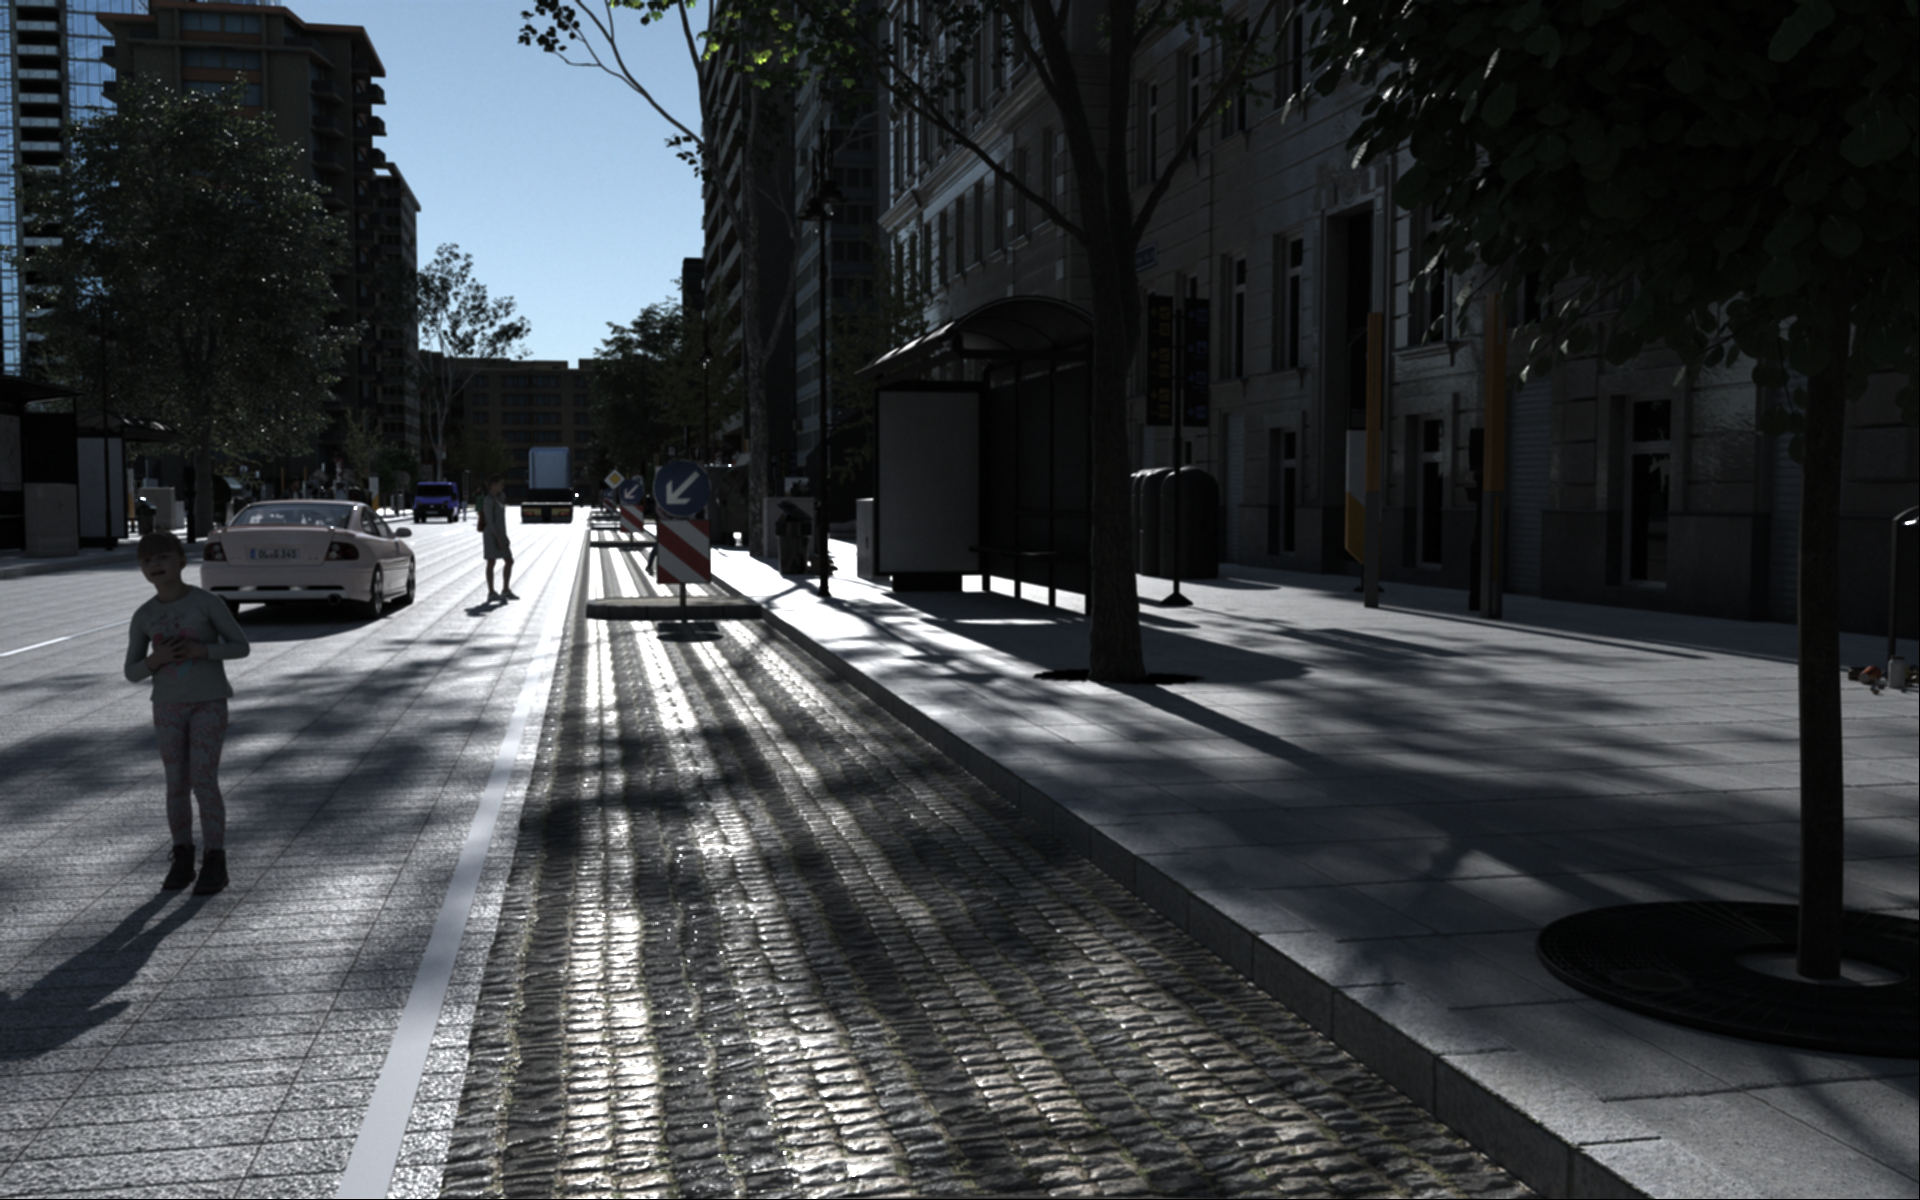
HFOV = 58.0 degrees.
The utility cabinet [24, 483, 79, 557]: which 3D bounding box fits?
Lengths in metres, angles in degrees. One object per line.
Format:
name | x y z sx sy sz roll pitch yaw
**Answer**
utility cabinet | -18.394 -1.615 35.092 0.318 1.500 1.173 1 4 10

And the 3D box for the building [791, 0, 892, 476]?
building | 2.920 -25.117 102.538 23.993 40.220 32.217 -1 4 -12

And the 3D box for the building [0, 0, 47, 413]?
building | -101.485 -53.833 192.844 31.000 86.520 22.319 -1 4 -12

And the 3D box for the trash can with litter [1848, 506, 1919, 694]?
trash can with litter | 6.966 -0.035 11.623 2.233 1.210 1.678 0 4 1

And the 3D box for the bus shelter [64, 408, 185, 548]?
bus shelter | -21.236 -3.045 43.715 2.014 3.302 5.546 -1 4 -12

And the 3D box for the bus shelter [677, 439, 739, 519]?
bus shelter | -9.661 -4.425 66.276 2.014 3.302 5.546 -1 4 -12

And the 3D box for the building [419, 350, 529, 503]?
building | -76.018 -24.717 249.167 28.899 21.520 27.650 -1 4 -12

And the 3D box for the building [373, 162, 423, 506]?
building | -73.280 -30.697 193.780 23.993 40.220 32.217 -1 4 -12

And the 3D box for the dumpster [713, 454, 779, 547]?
dumpster | -5.318 -2.477 42.987 1.502 2.255 1.985 -1 4 -12

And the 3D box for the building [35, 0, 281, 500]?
building | -105.134 -56.532 236.962 31.000 86.520 22.319 -1 4 -12

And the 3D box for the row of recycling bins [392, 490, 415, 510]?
row of recycling bins | -45.711 -8.377 144.081 1.069 1.692 3.534 2 4 33

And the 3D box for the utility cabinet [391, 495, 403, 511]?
utility cabinet | -44.061 -7.608 135.555 0.306 1.237 1.020 2 4 30

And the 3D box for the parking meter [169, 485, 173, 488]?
parking meter | -52.750 -6.735 115.828 0.255 1.863 0.399 -1 4 -19

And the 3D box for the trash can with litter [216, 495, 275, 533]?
trash can with litter | -23.433 -2.719 55.511 1.678 1.210 2.233 1 4 22

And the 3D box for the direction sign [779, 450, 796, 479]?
direction sign | -8.788 -5.894 88.357 0.876 3.537 0.379 -1 4 -18

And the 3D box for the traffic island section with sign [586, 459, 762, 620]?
traffic island section with sign | -3.447 -0.734 20.631 1.989 1.847 2.006 -1 4 -12

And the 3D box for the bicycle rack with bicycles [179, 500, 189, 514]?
bicycle rack with bicycles | -50.711 -5.939 110.491 2.925 0.926 2.852 2 4 28

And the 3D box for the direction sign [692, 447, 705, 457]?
direction sign | -12.759 -5.638 84.171 0.876 3.537 0.379 2 4 27

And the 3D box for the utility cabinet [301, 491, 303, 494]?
utility cabinet | -42.663 -6.294 111.582 1.173 1.500 0.318 2 4 28

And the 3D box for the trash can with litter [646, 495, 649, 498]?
trash can with litter | -24.079 -7.345 131.153 2.233 1.210 1.678 -3 5 -44

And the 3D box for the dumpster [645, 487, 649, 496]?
dumpster | -25.723 -8.398 139.796 1.502 2.255 1.985 -1 4 -12

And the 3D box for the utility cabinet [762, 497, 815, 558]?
utility cabinet | -3.464 -1.458 34.994 1.020 1.237 0.306 -2 4 -29

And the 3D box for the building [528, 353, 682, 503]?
building | -47.560 -25.029 254.264 28.899 21.520 27.650 -1 4 -12

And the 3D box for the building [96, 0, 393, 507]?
building | -64.597 -30.812 158.406 22.147 44.769 28.867 -1 4 -12

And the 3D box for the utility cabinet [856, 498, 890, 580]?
utility cabinet | -1.322 -0.920 26.199 0.306 1.237 1.020 -1 4 -17

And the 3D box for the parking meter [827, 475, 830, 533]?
parking meter | -3.792 -2.792 51.363 0.255 1.863 0.399 0 4 6

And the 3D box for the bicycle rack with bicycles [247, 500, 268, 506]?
bicycle rack with bicycles | -41.128 -5.334 100.591 2.925 0.926 2.852 0 4 8

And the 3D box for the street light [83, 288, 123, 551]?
street light | -19.307 -4.058 39.133 0.468 5.910 1.993 -1 4 -12

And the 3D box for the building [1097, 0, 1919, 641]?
building | 11.448 -14.055 27.059 12.463 27.353 25.104 -1 4 -12

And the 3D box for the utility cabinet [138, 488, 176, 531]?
utility cabinet | -27.840 -3.141 60.027 1.173 1.500 0.318 0 4 5

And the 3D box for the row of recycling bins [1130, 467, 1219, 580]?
row of recycling bins | 3.293 -1.258 27.677 1.069 1.692 3.534 0 4 -7

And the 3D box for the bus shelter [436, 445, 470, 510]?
bus shelter | -42.175 -10.185 144.158 2.179 5.291 8.768 -1 4 -12

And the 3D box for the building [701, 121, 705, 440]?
building | -16.979 -35.036 192.449 23.786 49.044 30.456 -1 4 -12

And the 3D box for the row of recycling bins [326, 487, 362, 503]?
row of recycling bins | -38.436 -6.178 108.130 3.534 1.692 1.069 3 5 42

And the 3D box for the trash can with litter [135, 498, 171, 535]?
trash can with litter | -25.070 -2.597 53.852 1.055 1.170 0.624 0 4 6

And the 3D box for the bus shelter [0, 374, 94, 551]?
bus shelter | -20.156 -2.786 36.830 1.731 3.624 6.357 -1 4 -12

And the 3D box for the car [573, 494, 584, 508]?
car | -41.335 -10.632 185.624 2.131 1.459 4.920 -1 4 -11

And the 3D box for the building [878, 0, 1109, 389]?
building | 5.472 -15.564 51.739 12.463 27.353 25.104 -1 4 -12

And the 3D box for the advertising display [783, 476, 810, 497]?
advertising display | -5.892 -3.501 62.453 0.974 1.923 0.123 -1 4 -17

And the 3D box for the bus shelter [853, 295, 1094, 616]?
bus shelter | 0.163 -1.617 20.369 2.014 3.302 5.546 -1 4 -12

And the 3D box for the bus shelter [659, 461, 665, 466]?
bus shelter | -16.728 -6.537 100.796 2.014 3.302 5.546 -1 4 -12

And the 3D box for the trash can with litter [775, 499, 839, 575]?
trash can with litter | -2.433 -0.998 27.702 1.055 1.170 0.624 2 4 26

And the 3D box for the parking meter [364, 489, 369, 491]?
parking meter | -29.393 -4.742 85.943 0.372 1.533 0.369 0 3 0

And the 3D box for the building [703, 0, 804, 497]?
building | -13.141 -33.212 166.720 21.300 48.544 21.600 -1 4 -12

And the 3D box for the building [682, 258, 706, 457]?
building | -27.171 -27.027 213.597 14.160 30.474 14.107 -1 4 -12

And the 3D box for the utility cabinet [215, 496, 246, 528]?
utility cabinet | -26.697 -3.195 63.400 1.020 1.237 0.306 -3 4 -37

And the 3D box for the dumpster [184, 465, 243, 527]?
dumpster | -24.991 -3.394 57.978 1.502 2.255 1.985 -1 4 -12

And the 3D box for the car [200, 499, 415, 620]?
car | -7.802 -0.529 21.008 2.083 1.381 4.827 -1 4 -10

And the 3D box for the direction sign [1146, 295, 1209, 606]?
direction sign | 2.512 -1.713 20.000 0.876 3.537 0.379 -2 4 -31
